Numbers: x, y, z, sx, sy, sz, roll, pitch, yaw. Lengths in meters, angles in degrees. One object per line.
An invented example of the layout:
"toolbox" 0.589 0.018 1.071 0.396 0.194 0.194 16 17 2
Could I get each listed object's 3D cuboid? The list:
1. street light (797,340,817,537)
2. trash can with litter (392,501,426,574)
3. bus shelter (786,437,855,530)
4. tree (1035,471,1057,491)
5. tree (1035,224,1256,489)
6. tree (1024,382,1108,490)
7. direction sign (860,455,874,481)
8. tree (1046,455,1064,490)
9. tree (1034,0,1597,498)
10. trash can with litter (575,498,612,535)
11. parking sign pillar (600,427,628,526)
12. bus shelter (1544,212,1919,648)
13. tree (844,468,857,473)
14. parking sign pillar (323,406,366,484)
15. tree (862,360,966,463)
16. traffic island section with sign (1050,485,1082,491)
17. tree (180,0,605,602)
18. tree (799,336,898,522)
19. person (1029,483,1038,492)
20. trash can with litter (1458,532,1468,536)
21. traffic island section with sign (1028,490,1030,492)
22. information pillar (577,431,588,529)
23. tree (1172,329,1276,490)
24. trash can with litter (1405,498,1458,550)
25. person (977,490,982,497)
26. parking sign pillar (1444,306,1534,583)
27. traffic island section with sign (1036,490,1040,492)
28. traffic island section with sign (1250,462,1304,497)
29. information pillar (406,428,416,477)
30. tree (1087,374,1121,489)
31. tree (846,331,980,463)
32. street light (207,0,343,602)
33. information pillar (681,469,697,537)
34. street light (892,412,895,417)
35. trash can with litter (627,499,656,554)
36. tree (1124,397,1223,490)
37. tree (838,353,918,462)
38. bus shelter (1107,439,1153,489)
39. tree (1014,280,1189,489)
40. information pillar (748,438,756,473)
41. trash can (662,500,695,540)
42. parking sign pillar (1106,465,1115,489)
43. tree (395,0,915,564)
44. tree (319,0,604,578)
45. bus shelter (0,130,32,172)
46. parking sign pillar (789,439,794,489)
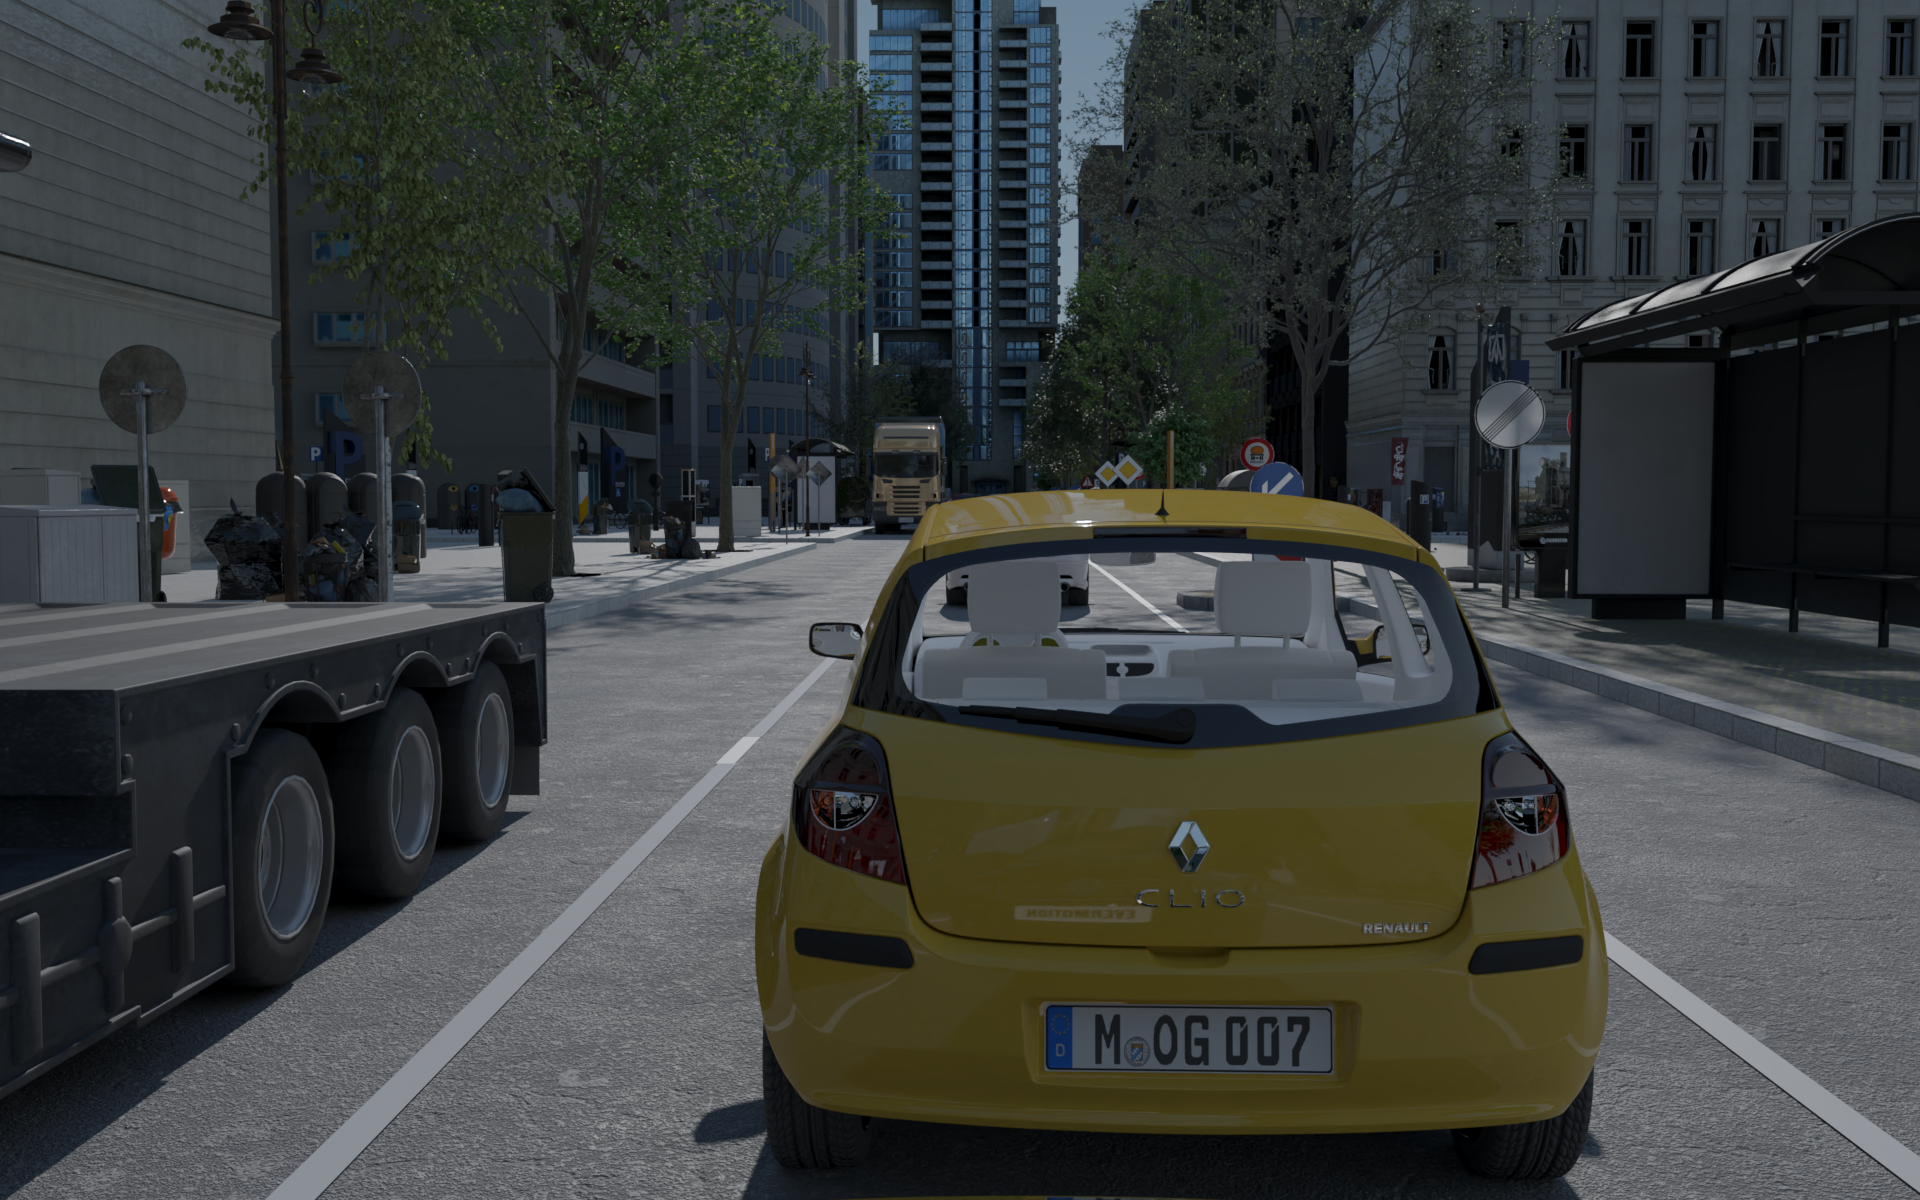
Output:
"street light" -4.599 -4.855 52.162 0.468 5.910 1.993 0 4 1
"trash can with litter" -9.020 -1.040 28.396 0.624 1.170 1.055 -2 4 -24
"bus shelter" -5.124 -4.304 64.289 2.014 3.302 5.546 0 4 1
"tree" 10.255 -13.348 201.951 4.285 4.588 4.351 0 3 0
"tree" 7.538 -8.639 67.010 9.928 11.665 9.643 0 3 0
"tree" 8.969 -13.843 144.462 7.486 12.596 7.792 0 3 0
"direction sign" -5.440 -6.707 101.657 0.876 3.537 0.379 1 4 19
"tree" 10.650 -15.043 196.316 4.360 8.622 3.978 0 3 0
"tree" 6.595 -7.459 32.332 12.009 13.543 11.850 0 3 0
"trash can with litter" -11.536 -2.641 54.562 1.055 1.170 0.624 -2 4 -32
"parking sign pillar" -14.083 -5.014 70.443 1.447 3.967 1.447 1 4 21
"bus shelter" 6.999 -1.302 15.207 2.014 3.302 5.546 0 4 1
"tree" -6.877 -7.207 112.433 1.663 3.219 1.824 0 3 0
"parking sign pillar" -19.099 -3.995 53.796 1.447 3.967 1.447 2 4 28
"tree" -3.125 -11.325 119.583 7.601 10.594 8.767 -1 4 -18
"traffic island section with sign" 4.973 -4.158 76.607 1.989 1.847 2.006 0 4 1
"tree" -6.194 -4.212 19.230 4.737 8.622 4.395 0 3 0
"tree" -5.054 -7.952 80.375 4.360 8.622 3.978 0 3 0
"person" 2.779 -3.469 65.316 0.850 1.850 0.679 -1 4 -19
"trash can with litter" 15.860 -2.617 53.843 2.233 1.210 1.678 1 4 14
"traffic island section with sign" 7.246 -10.545 181.045 1.989 1.847 2.006 0 4 1
"information pillar" -14.062 -4.477 64.560 0.183 3.616 0.504 2 4 26
"tree" 11.816 -7.799 77.882 4.737 8.622 4.395 0 3 0
"trash can with litter" 10.189 -1.772 40.022 1.678 1.210 2.233 3 4 39
"person" 1.799 -8.969 155.231 0.705 1.814 1.350 2 4 24
"parking sign pillar" 7.946 -2.272 25.617 1.447 3.967 1.447 0 4 -2
"traffic island section with sign" 5.566 -5.806 103.555 1.989 1.847 2.006 0 4 1
"traffic island section with sign" 3.804 -0.822 22.064 1.989 1.847 2.006 0 4 1
"information pillar" -19.130 -4.222 60.381 0.183 3.616 0.504 1 4 17
"tree" 8.521 -9.102 99.177 4.737 8.622 4.395 0 3 0
"tree" -3.576 -13.486 130.862 12.009 13.543 11.850 0 3 0
"street light" -5.487 -2.525 14.072 0.468 5.910 1.993 0 4 1
"information pillar" -8.074 -2.878 51.555 0.304 2.012 0.304 2 4 26
"street light" -3.711 -7.595 96.968 0.468 5.910 1.993 0 4 1
"trash can with litter" -6.772 -1.582 37.258 0.624 1.170 1.055 -2 4 -27
"tree" 7.307 -4.571 58.448 4.285 4.588 4.351 0 3 0
"tree" -4.117 -8.522 89.698 4.737 8.622 4.395 0 3 0
"bus shelter" 7.613 -5.251 77.137 1.731 3.624 6.357 0 4 1
"tree" 7.559 -10.590 90.149 9.611 12.733 9.660 0 3 0
"information pillar" -8.710 -4.962 72.482 0.183 3.616 0.504 2 4 26
"trash can" -6.573 -1.763 40.480 0.748 1.137 0.748 0 3 0
"parking sign pillar" 8.970 -6.960 102.269 1.447 3.967 1.447 1 4 11
"tree" -5.022 -6.874 38.145 9.928 11.665 9.643 0 3 0
"tree" -6.034 -6.172 26.666 9.928 11.665 9.643 0 3 0
"bus shelter" -6.583 -1.721 5.766 2.179 5.291 8.768 0 4 1
"parking sign pillar" -7.718 -5.890 84.766 1.447 3.967 1.447 0 4 -4
